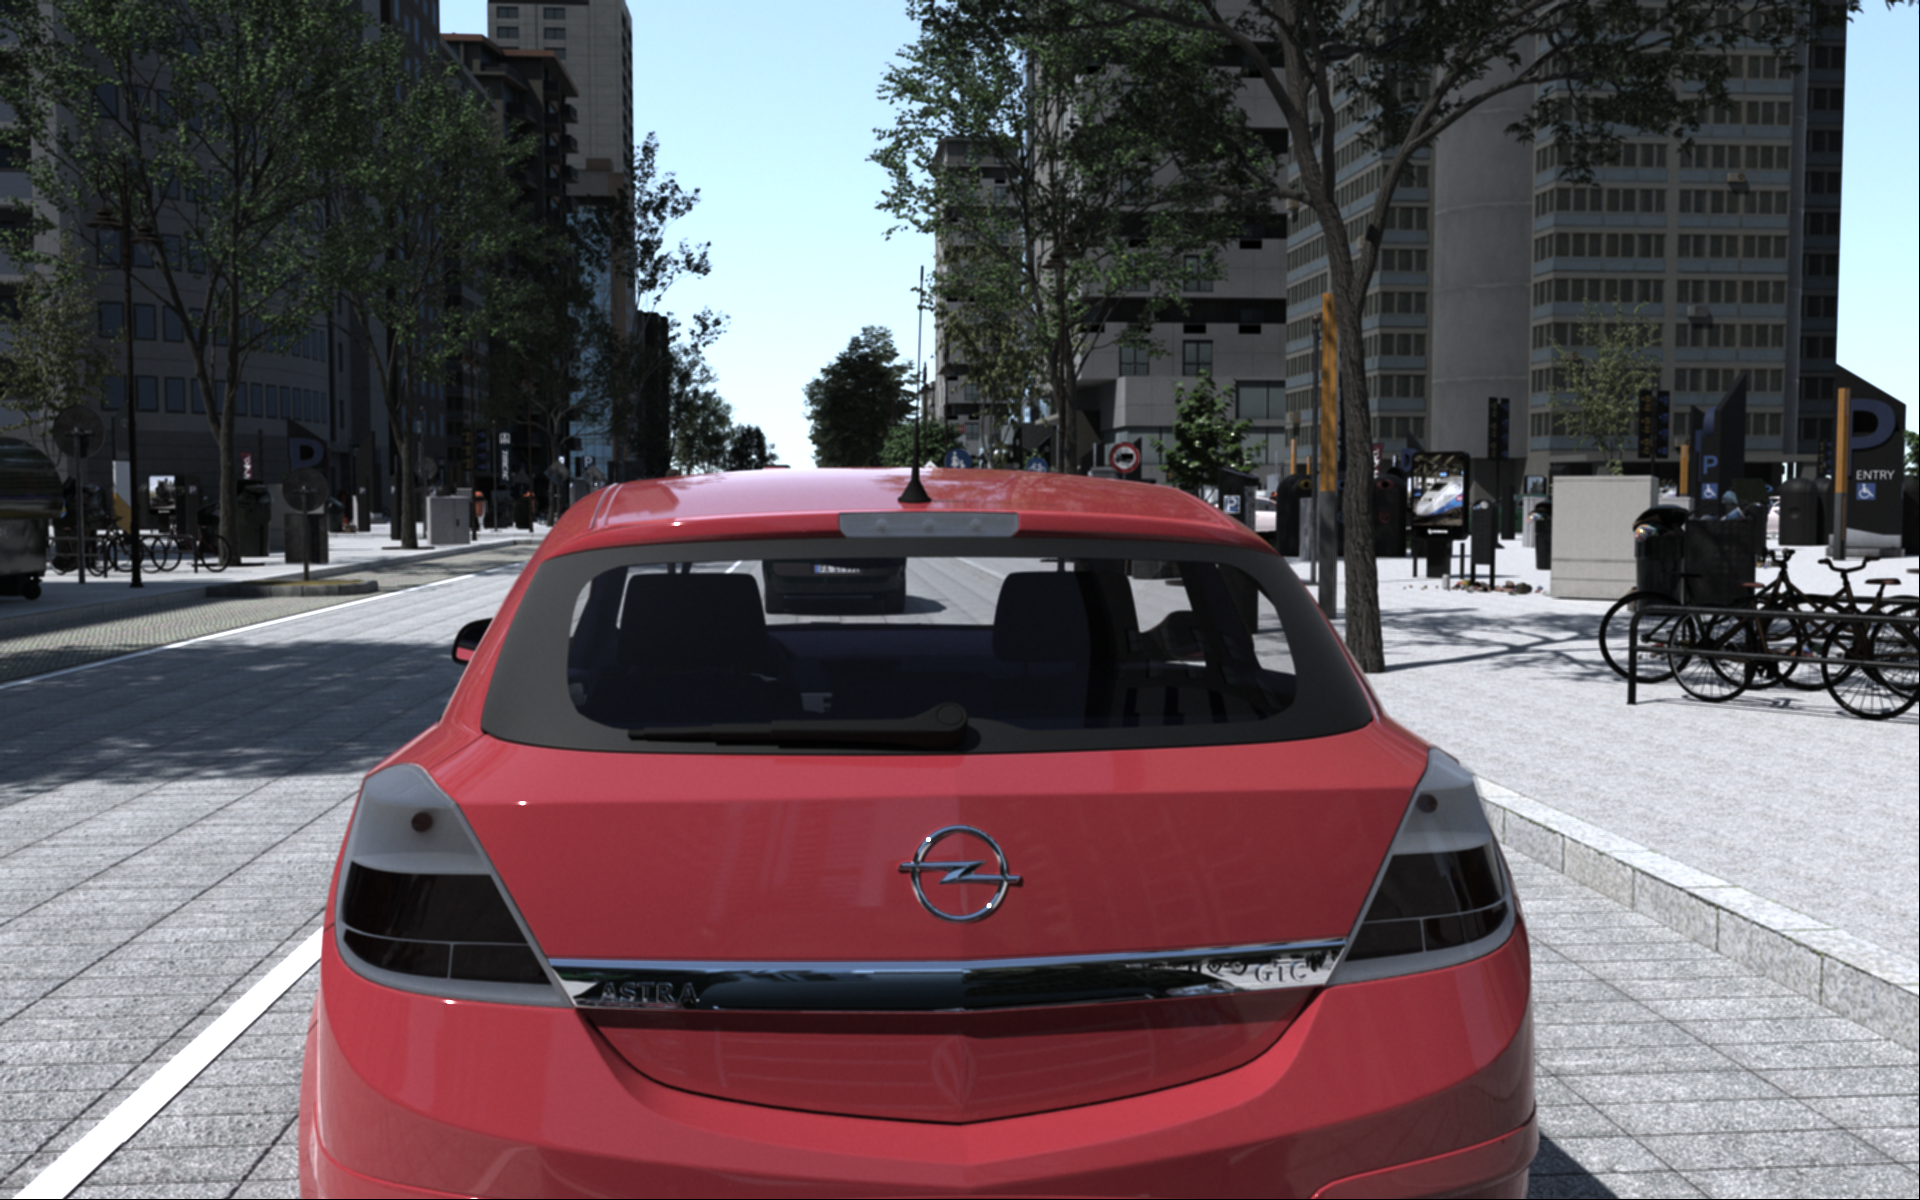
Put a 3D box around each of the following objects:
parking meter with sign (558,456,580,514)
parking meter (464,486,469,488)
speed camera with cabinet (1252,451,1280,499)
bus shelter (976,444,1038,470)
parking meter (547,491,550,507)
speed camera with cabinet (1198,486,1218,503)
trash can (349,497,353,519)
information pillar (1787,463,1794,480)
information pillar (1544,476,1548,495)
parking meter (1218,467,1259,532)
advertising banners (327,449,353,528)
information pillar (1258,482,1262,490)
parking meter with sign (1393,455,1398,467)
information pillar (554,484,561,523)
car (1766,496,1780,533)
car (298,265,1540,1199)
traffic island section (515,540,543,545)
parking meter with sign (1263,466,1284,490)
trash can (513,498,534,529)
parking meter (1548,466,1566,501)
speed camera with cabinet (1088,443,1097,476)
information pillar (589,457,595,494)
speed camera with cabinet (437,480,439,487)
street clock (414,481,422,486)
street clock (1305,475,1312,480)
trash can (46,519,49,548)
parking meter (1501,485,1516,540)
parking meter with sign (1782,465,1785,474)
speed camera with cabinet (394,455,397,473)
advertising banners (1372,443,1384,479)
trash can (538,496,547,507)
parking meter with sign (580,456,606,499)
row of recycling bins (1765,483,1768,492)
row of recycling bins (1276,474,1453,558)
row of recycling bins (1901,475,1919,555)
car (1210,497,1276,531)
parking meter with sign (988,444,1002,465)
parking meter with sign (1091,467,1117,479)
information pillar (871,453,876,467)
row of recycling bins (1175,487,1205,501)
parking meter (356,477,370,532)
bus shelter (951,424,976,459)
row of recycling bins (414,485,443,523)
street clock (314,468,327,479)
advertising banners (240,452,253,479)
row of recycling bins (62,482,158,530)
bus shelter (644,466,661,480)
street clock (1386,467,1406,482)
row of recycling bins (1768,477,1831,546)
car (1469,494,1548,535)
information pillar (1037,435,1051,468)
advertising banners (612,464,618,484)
[{"bbox_3d":[-17.613,-5.119,79.949,1.738,3.016,0.543,-3,5,-44],"label":"parking meter with sign"},{"bbox_3d":[-32.951,-6.731,115.757,0.255,1.863,0.399,2,4,34],"label":"parking meter"},{"bbox_3d":[13.288,-5.078,77.360,0.660,3.252,2.038,-2,4,-25],"label":"speed camera with cabinet"},{"bbox_3d":[1.919,-4.798,72.364,2.014,3.302,5.546,0,4,-5],"label":"bus shelter"},{"bbox_3d":[-30.454,-7.346,128.520,0.372,1.533,0.369,0,3,0],"label":"parking meter"},{"bbox_3d":[9.510,-4.336,65.233,0.660,3.252,2.038,0,4,-7],"label":"speed camera with cabinet"},{"bbox_3d":[-30.138,-4.533,85.774,0.748,1.137,0.748,0,3,0],"label":"trash can"},{"bbox_3d":[45.503,-6.337,94.964,0.504,3.616,0.183,-2,4,-30],"label":"information pillar"},{"bbox_3d":[24.280,-4.142,72.216,0.304,2.012,0.304,0,4,-7],"label":"information pillar"},{"bbox_3d":[2.558,-0.460,15.924,0.372,1.533,0.369,0,3,0],"label":"parking meter"},{"bbox_3d":[-23.631,-4.293,66.376,2.074,3.025,0.090,-3,5,-45],"label":"advertising banners"},{"bbox_3d":[18.677,-6.365,108.558,0.304,2.012,0.304,-2,4,-30],"label":"information pillar"},{"bbox_3d":[18.505,-4.937,76.975,1.738,3.016,0.543,0,4,0],"label":"parking meter with sign"},{"bbox_3d":[-17.522,-4.327,75.230,0.304,2.012,0.304,0,4,6],"label":"information pillar"},{"bbox_3d":[27.529,-2.810,58.310,4.827,1.381,2.083,0,4,-7],"label":"car"},{"bbox_3d":[-0.215,0.296,4.196,2.155,1.783,4.494,0,4,-6],"label":"car"},{"bbox_3d":[-11.603,-1.692,49.940,2.009,0.180,2.903,0,4,-5],"label":"traffic island section"},{"bbox_3d":[19.078,-6.774,107.016,1.738,3.016,0.543,1,4,15],"label":"parking meter with sign"},{"bbox_3d":[-15.957,-3.160,63.325,0.748,1.137,0.748,0,3,0],"label":"trash can"},{"bbox_3d":[12.170,-1.812,35.339,0.255,1.863,0.399,2,4,33],"label":"parking meter"},{"bbox_3d":[4.879,-4.404,66.347,0.660,3.252,2.038,3,5,44],"label":"speed camera with cabinet"},{"bbox_3d":[-23.173,-7.205,109.161,0.504,3.616,0.183,2,4,28],"label":"information pillar"},{"bbox_3d":[-32.253,-6.981,108.469,2.038,3.252,0.660,-1,4,-13],"label":"speed camera with cabinet"},{"bbox_3d":[-30.284,-5.630,96.617,0.471,2.002,0.358,-3,5,-41],"label":"street clock"},{"bbox_3d":[13.065,-3.687,64.860,0.471,2.002,0.358,-2,4,-34],"label":"street clock"},{"bbox_3d":[-20.961,-1.684,39.187,0.748,1.137,0.748,0,3,0],"label":"trash can"},{"bbox_3d":[15.404,-2.461,48.646,0.372,1.533,0.369,0,3,0],"label":"parking meter"},{"bbox_3d":[50.738,-6.679,105.458,1.738,3.016,0.543,-1,4,-9],"label":"parking meter with sign"},{"bbox_3d":[-28.112,-5.750,88.355,2.038,3.252,0.660,2,4,25],"label":"speed camera with cabinet"},{"bbox_3d":[13.577,-3.895,59.866,2.074,3.025,0.090,1,4,13],"label":"advertising banners"},{"bbox_3d":[-30.281,-6.970,125.619,0.748,1.137,0.748,0,3,0],"label":"trash can"},{"bbox_3d":[-16.388,-5.024,78.410,0.543,3.016,1.738,-3,5,-44],"label":"parking meter with sign"},{"bbox_3d":[29.857,-3.449,63.503,3.534,1.692,1.069,0,4,-1],"label":"row of recycling bins"},{"bbox_3d":[8.271,-1.738,35.528,3.534,1.692,1.069,1,4,12],"label":"row of recycling bins"},{"bbox_3d":[20.593,-1.902,38.215,1.069,1.692,3.534,1,4,14],"label":"row of recycling bins"},{"bbox_3d":[9.457,-2.617,55.152,4.827,1.381,2.083,0,4,-4],"label":"car"},{"bbox_3d":[0.699,-3.861,59.386,0.543,3.016,1.738,3,5,39],"label":"parking meter with sign"},{"bbox_3d":[4.038,-3.195,48.500,1.738,3.016,0.543,0,4,0],"label":"parking meter with sign"},{"bbox_3d":[-4.854,-6.488,97.425,0.183,3.616,0.504,2,4,31],"label":"information pillar"},{"bbox_3d":[9.262,-3.828,69.695,1.069,1.692,3.534,0,4,-2],"label":"row of recycling bins"},{"bbox_3d":[-20.251,-3.245,58.770,0.399,1.863,0.255,0,4,-3],"label":"parking meter"},{"bbox_3d":[-0.506,-7.299,96.976,2.179,5.291,8.768,0,4,-5],"label":"bus shelter"},{"bbox_3d":[-24.208,-4.375,78.637,3.534,1.692,1.069,3,5,42],"label":"row of recycling bins"},{"bbox_3d":[-18.167,-2.718,49.006,0.471,2.002,0.358,1,4,20],"label":"street clock"},{"bbox_3d":[-28.704,-4.614,71.631,2.074,3.025,0.090,0,4,-1],"label":"advertising banners"},{"bbox_3d":[-30.469,-3.350,61.892,3.534,1.692,1.069,-1,4,-20],"label":"row of recycling bins"},{"bbox_3d":[-23.021,-8.171,127.516,2.014,3.302,5.546,0,4,-5],"label":"bus shelter"},{"bbox_3d":[11.667,-2.558,46.386,0.471,2.002,0.358,3,5,39],"label":"street clock"},{"bbox_3d":[22.079,-2.246,43.831,3.534,1.692,1.069,-2,4,-31],"label":"row of recycling bins"},{"bbox_3d":[18.400,-2.776,57.193,4.920,1.459,2.131,0,4,-5],"label":"car"},{"bbox_3d":[3.375,-4.744,68.924,0.504,3.616,0.183,-1,4,-13],"label":"information pillar"},{"bbox_3d":[-20.976,-6.507,102.579,2.074,3.025,0.090,2,4,30],"label":"advertising banners"}]
